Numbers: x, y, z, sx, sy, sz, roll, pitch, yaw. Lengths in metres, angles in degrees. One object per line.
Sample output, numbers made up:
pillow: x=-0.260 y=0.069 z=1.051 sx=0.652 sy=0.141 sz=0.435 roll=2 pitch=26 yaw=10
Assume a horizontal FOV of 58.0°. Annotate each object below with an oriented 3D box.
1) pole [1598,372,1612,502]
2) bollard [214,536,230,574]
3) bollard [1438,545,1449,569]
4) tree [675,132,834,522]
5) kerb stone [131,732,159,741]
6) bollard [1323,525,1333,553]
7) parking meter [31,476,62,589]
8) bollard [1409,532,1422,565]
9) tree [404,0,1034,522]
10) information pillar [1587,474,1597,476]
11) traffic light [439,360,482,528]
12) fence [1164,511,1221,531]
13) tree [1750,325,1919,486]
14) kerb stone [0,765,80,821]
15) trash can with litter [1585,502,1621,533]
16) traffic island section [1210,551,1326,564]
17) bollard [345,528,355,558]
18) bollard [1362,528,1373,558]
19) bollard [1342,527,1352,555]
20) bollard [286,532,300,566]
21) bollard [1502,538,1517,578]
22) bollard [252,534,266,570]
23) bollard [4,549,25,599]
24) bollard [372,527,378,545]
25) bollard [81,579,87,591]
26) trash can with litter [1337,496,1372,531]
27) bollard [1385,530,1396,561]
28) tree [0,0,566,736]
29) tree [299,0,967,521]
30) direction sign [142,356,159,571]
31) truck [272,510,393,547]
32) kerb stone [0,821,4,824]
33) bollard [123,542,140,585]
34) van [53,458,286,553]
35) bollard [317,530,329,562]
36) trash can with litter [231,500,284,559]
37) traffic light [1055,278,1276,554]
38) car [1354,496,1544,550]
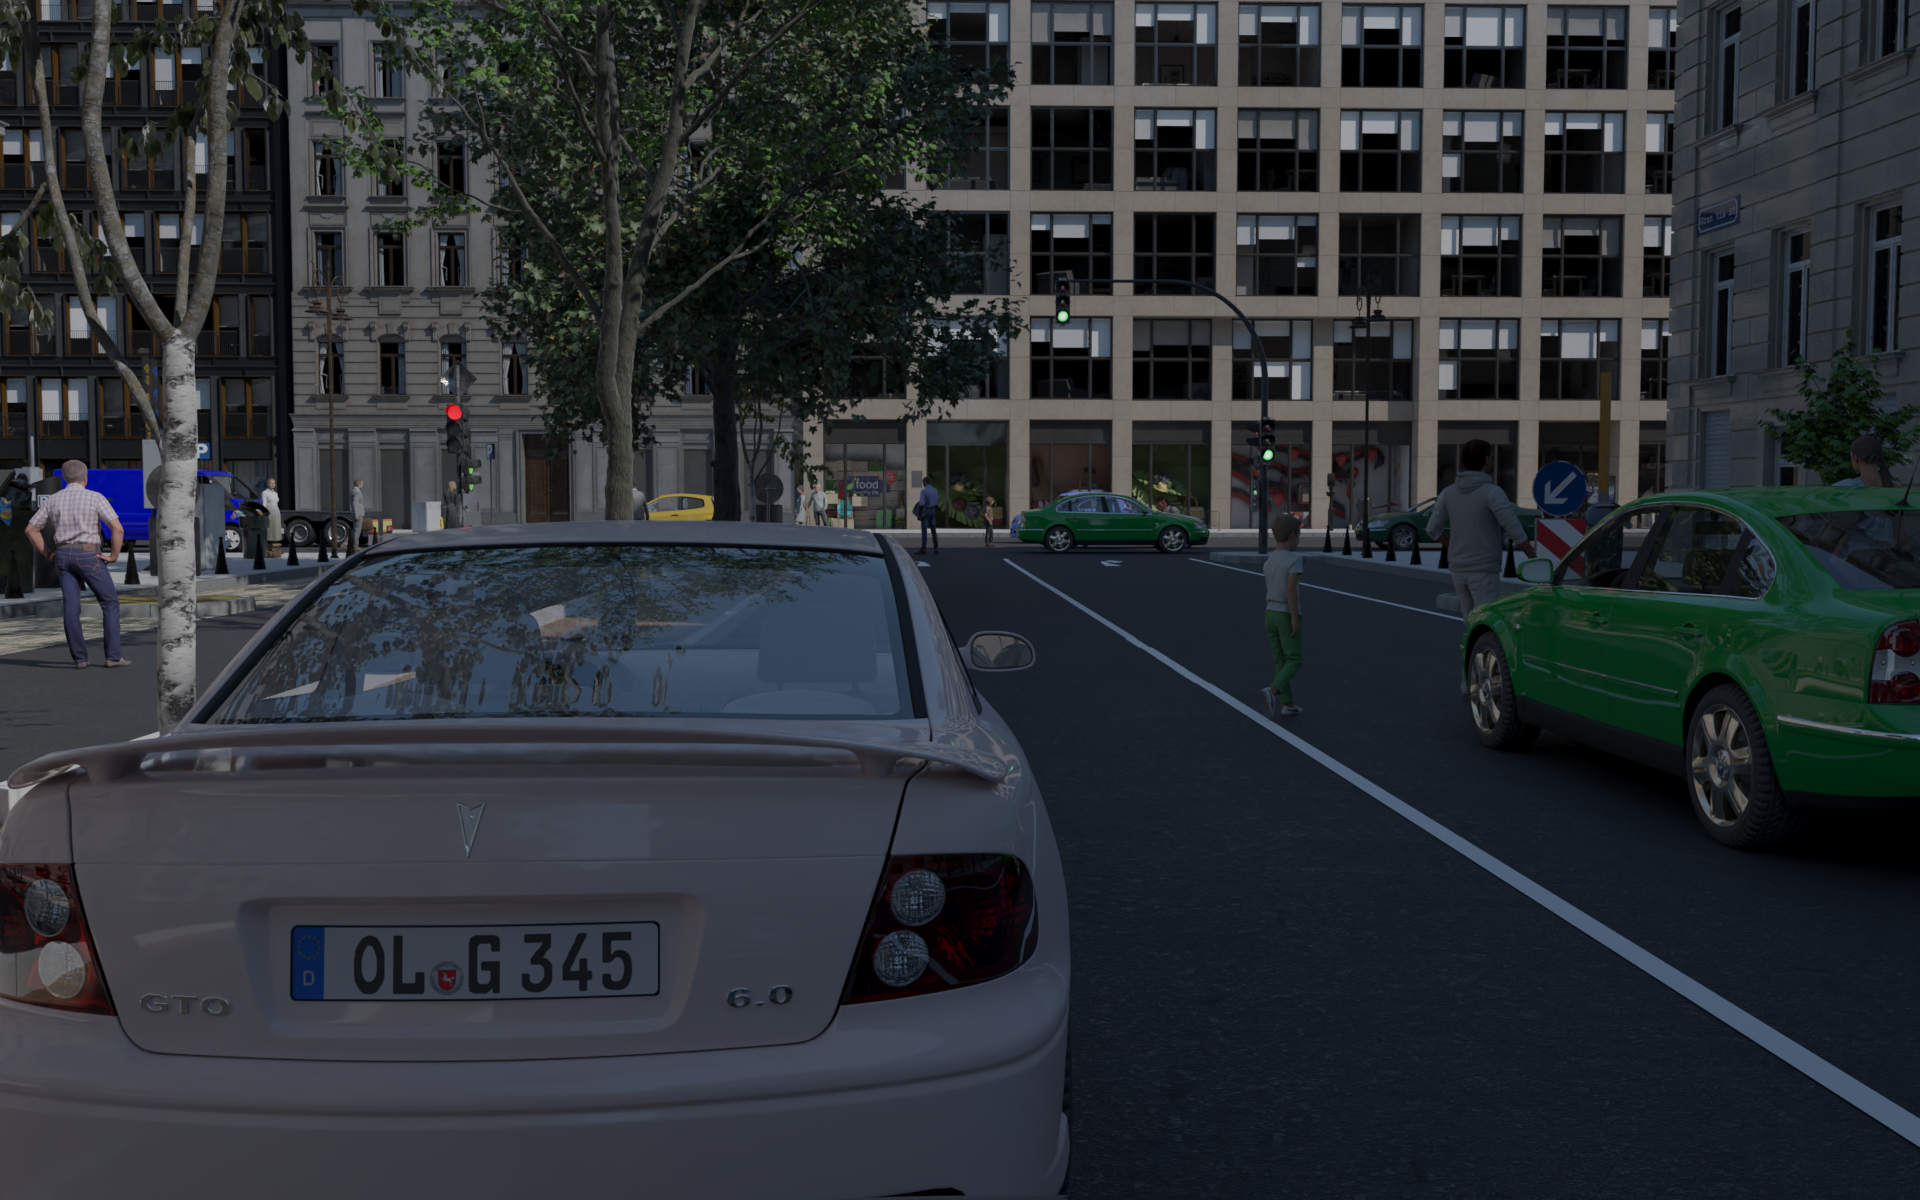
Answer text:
pole: x=10.817 y=-2.156 z=29.089 sx=0.158 sy=3.312 sz=0.155 roll=0 pitch=3 yaw=0
bollard: x=-11.855 y=-0.719 z=27.794 sx=0.229 sy=0.601 sz=0.229 roll=0 pitch=3 yaw=0
bollard: x=8.345 y=-0.843 z=29.832 sx=0.229 sy=0.601 sz=0.229 roll=0 pitch=3 yaw=0
tree: x=-4.110 y=-4.983 z=34.289 sx=4.737 sy=8.622 sz=4.395 roll=0 pitch=3 yaw=0
kerb stone: x=-4.259 y=0.797 z=9.158 sx=0.120 sy=0.150 sz=1.000 roll=0 pitch=4 yaw=-2
bollard: x=8.063 y=-1.340 z=37.945 sx=0.229 sy=0.601 sz=0.229 roll=0 pitch=3 yaw=0
parking meter: x=-12.438 y=-0.930 z=23.621 sx=0.372 sy=1.533 sz=0.369 roll=0 pitch=3 yaw=0
bollard: x=8.283 y=-0.943 z=31.455 sx=0.229 sy=0.601 sz=0.229 roll=0 pitch=3 yaw=0
tree: x=-3.551 y=-6.516 z=25.999 sx=9.611 sy=12.733 sz=9.660 roll=0 pitch=3 yaw=0
information pillar: x=22.609 y=-3.515 z=61.969 sx=0.304 sy=2.012 sz=0.304 roll=2 pitch=4 yaw=28
traffic light: x=-10.500 y=-2.900 z=36.338 sx=0.839 sy=4.253 sz=0.868 roll=0 pitch=4 yaw=-2
fence: x=8.086 y=-2.765 z=60.580 sx=2.069 sy=0.683 sz=0.278 roll=0 pitch=4 yaw=-2
tree: x=10.272 y=-1.549 z=19.933 sx=1.663 sy=3.219 sz=1.824 roll=0 pitch=3 yaw=0
kerb stone: x=-4.218 y=0.860 z=8.134 sx=0.120 sy=0.150 sz=1.000 roll=0 pitch=4 yaw=-2
trash can with litter: x=9.016 y=-0.780 z=24.140 sx=0.624 sy=1.170 sz=1.055 roll=2 pitch=4 yaw=24
traffic island section: x=6.491 y=-0.903 z=37.041 sx=2.009 sy=0.180 sz=2.903 roll=0 pitch=4 yaw=-2
bollard: x=-12.075 y=-1.117 z=34.302 sx=0.229 sy=0.601 sz=0.229 roll=0 pitch=3 yaw=0
bollard: x=8.170 y=-1.141 z=34.696 sx=0.229 sy=0.601 sz=0.229 roll=0 pitch=3 yaw=0
bollard: x=8.120 y=-1.240 z=36.318 sx=0.229 sy=0.601 sz=0.229 roll=0 pitch=3 yaw=0
bollard: x=-11.963 y=-0.918 z=31.043 sx=0.229 sy=0.601 sz=0.229 roll=0 pitch=3 yaw=0
bollard: x=8.450 y=-0.645 z=26.591 sx=0.229 sy=0.601 sz=0.229 roll=0 pitch=3 yaw=0
bollard: x=-11.905 y=-0.818 z=29.418 sx=0.229 sy=0.601 sz=0.229 roll=0 pitch=3 yaw=0
bollard: x=-11.634 y=-0.321 z=21.291 sx=0.229 sy=0.601 sz=0.229 roll=0 pitch=3 yaw=0
bollard: x=-12.132 y=-1.216 z=35.931 sx=0.229 sy=0.601 sz=0.229 roll=0 pitch=3 yaw=0
bollard: x=-11.689 y=-0.421 z=22.923 sx=0.229 sy=0.601 sz=0.229 roll=0 pitch=3 yaw=0
trash can with litter: x=14.530 y=-3.044 z=60.830 sx=2.233 sy=1.210 sz=1.678 roll=3 pitch=4 yaw=39
bollard: x=8.232 y=-1.042 z=33.076 sx=0.229 sy=0.601 sz=0.229 roll=0 pitch=3 yaw=0
tree: x=-3.091 y=-3.302 z=6.812 sx=4.360 sy=8.622 sz=3.978 roll=0 pitch=3 yaw=0
tree: x=-3.184 y=-5.379 z=16.167 sx=9.928 sy=11.665 sz=9.643 roll=0 pitch=3 yaw=0
direction sign: x=-13.481 y=-2.258 z=28.915 sx=0.379 sy=3.537 sz=0.876 roll=-1 pitch=4 yaw=-11
truck: x=-25.272 y=-3.502 z=47.008 sx=18.799 sy=4.110 sz=2.967 roll=0 pitch=4 yaw=-3
kerb stone: x=-4.183 y=0.925 z=7.099 sx=0.120 sy=0.150 sz=1.000 roll=0 pitch=4 yaw=-2
bollard: x=-11.745 y=-0.521 z=24.553 sx=0.229 sy=0.601 sz=0.229 roll=0 pitch=3 yaw=0
van: x=-19.330 y=-2.330 z=42.477 sx=5.245 sy=2.365 sz=2.240 roll=0 pitch=4 yaw=-1
bollard: x=-12.018 y=-1.017 z=32.663 sx=0.229 sy=0.601 sz=0.229 roll=0 pitch=3 yaw=0
trash can with litter: x=-13.984 y=-1.415 z=34.528 sx=0.624 sy=1.170 sz=1.055 roll=0 pitch=4 yaw=7
traffic light: x=4.363 y=-3.795 z=36.714 sx=4.771 sy=5.953 sz=1.251 roll=0 pitch=4 yaw=-2
car: x=12.755 y=-2.038 z=45.124 sx=4.920 sy=1.459 sz=2.131 roll=0 pitch=4 yaw=-1
